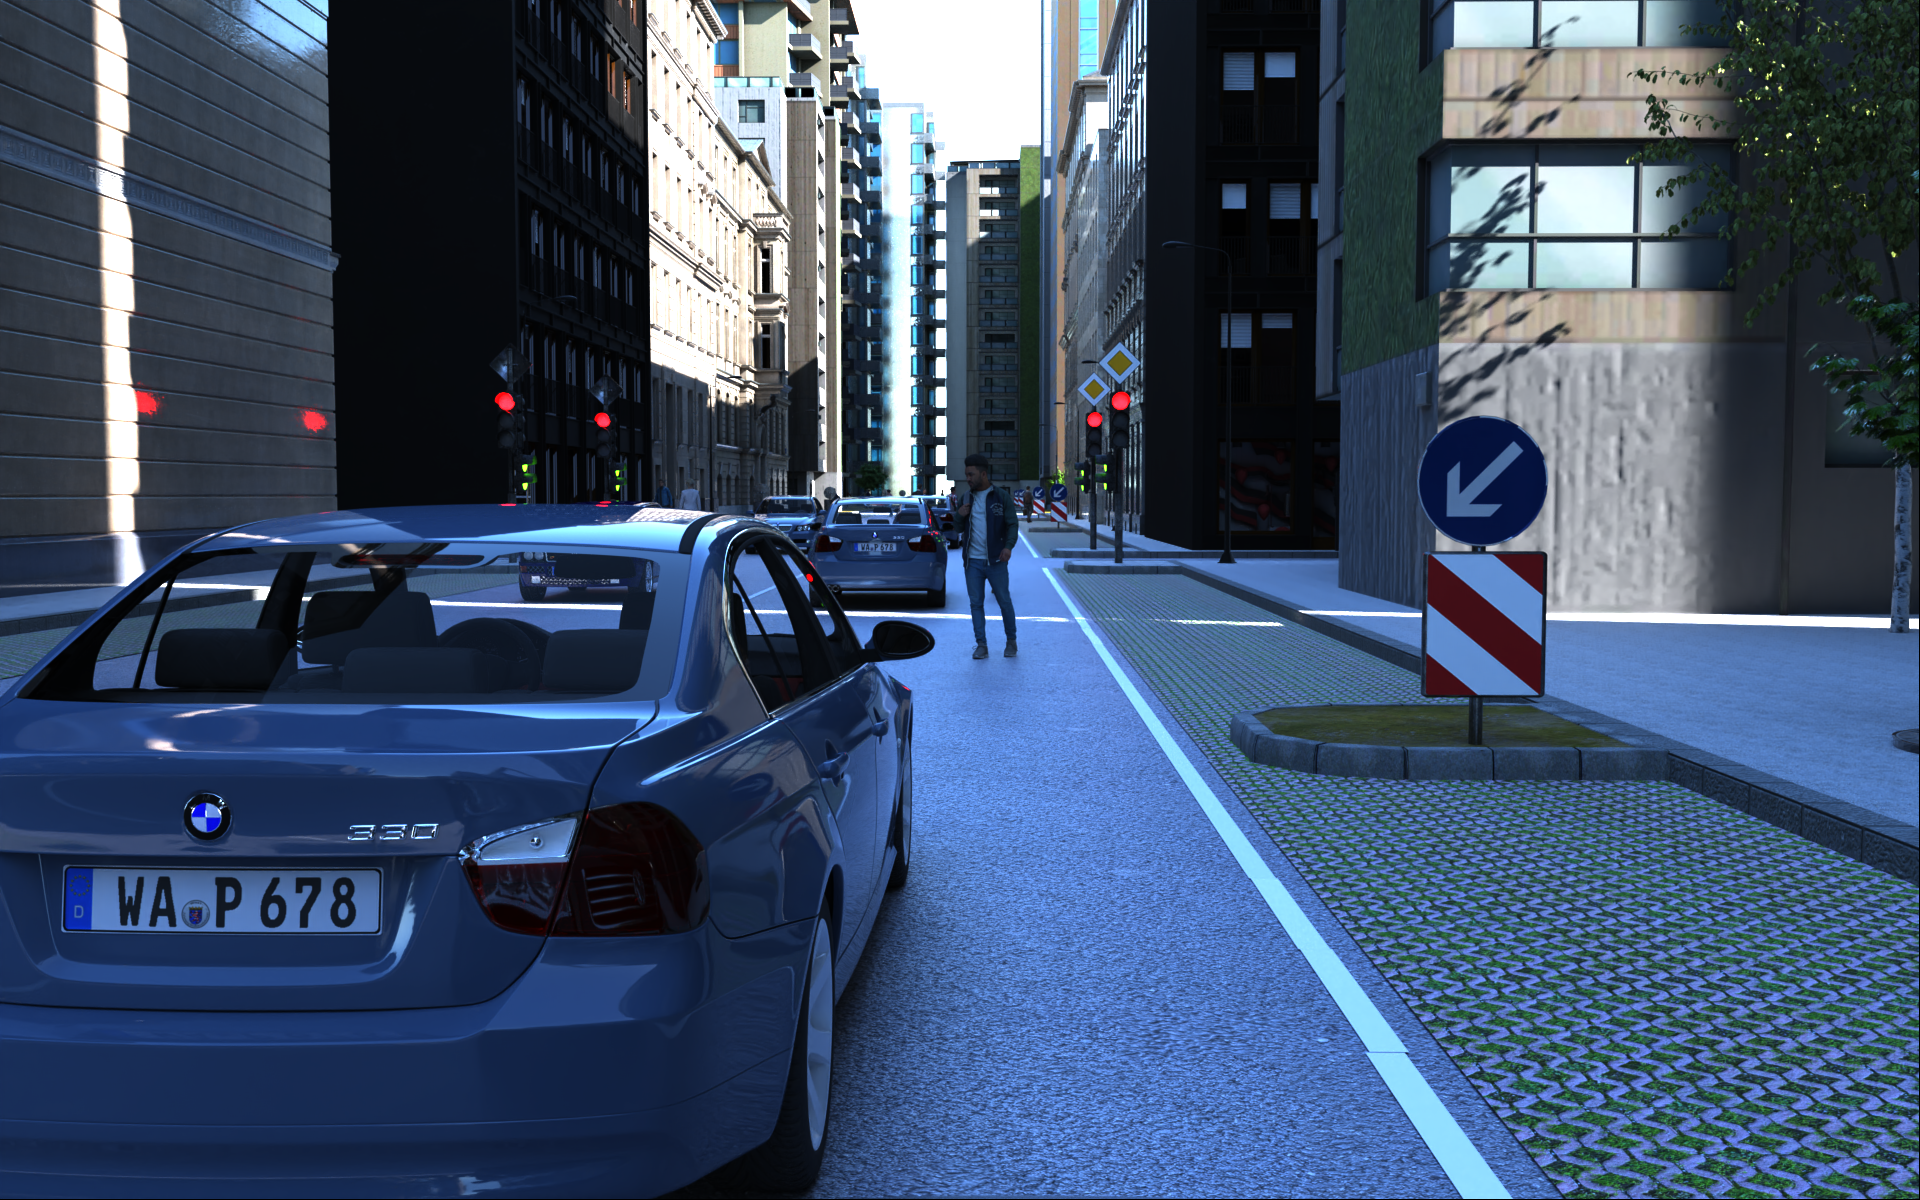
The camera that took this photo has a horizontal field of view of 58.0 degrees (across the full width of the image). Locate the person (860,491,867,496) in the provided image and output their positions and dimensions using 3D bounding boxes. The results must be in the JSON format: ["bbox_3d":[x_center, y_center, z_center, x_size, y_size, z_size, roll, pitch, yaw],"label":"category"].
[{"bbox_3d":[-9.131,-9.819,167.365,1.217,1.735,0.721,0,4,6],"label":"person"}]

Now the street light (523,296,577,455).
[{"bbox_3d":[-9.665,-4.170,40.714,1.470,5.913,1.316,0,4,1],"label":"street light"}]

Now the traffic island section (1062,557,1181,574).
[{"bbox_3d":[2.966,-0.604,32.158,2.009,0.180,2.903,0,4,1],"label":"traffic island section"}]

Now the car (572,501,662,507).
[{"bbox_3d":[-5.012,-0.730,24.519,1.945,1.354,3.894,0,4,1],"label":"car"}]

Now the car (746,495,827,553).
[{"bbox_3d":[-4.245,-1.898,43.028,2.014,1.417,4.499,0,4,1],"label":"car"}]

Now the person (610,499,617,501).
[{"bbox_3d":[-8.594,-1.850,43.021,0.475,1.303,0.640,2,4,29],"label":"person"}]

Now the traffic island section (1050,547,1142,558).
[{"bbox_3d":[3.111,-1.092,40.142,2.009,0.180,2.903,0,4,1],"label":"traffic island section"}]

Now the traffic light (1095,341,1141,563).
[{"bbox_3d":[2.926,-2.638,32.045,0.839,4.253,0.868,0,4,1],"label":"traffic light"}]

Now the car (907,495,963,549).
[{"bbox_3d":[-0.833,-2.126,46.761,2.014,1.417,4.499,0,4,2],"label":"car"}]

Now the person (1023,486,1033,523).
[{"bbox_3d":[3.392,-4.758,86.265,0.622,1.834,0.822,2,4,30],"label":"person"}]

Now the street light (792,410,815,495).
[{"bbox_3d":[-8.662,-7.521,95.509,1.470,5.913,1.316,0,4,1],"label":"street light"}]

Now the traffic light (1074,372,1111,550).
[{"bbox_3d":[3.071,-3.126,40.029,0.839,4.253,0.868,0,4,1],"label":"traffic light"}]

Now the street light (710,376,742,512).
[{"bbox_3d":[-9.244,-5.839,68.001,1.470,5.913,1.316,0,4,1],"label":"street light"}]

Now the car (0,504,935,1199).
[{"bbox_3d":[-1.101,0.436,4.881,2.014,1.417,4.499,0,4,2],"label":"car"}]

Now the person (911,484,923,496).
[{"bbox_3d":[-1.659,-3.726,69.190,0.659,1.850,0.755,3,4,36],"label":"person"}]

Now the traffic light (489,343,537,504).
[{"bbox_3d":[-8.333,-2.649,32.232,0.839,4.253,0.868,0,4,1],"label":"traffic light"}]

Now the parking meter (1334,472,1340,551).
[{"bbox_3d":[8.622,-2.037,39.020,0.399,1.863,0.255,1,4,8],"label":"parking meter"}]

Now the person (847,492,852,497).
[{"bbox_3d":[-10.951,-9.864,167.280,1.348,1.831,0.705,-3,5,-39],"label":"person"}]

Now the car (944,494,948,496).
[{"bbox_3d":[-1.412,-10.230,177.487,2.015,1.641,3.980,0,4,3],"label":"car"}]

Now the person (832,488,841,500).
[{"bbox_3d":[-7.308,-5.625,100.816,0.721,1.781,0.623,0,4,4],"label":"person"}]

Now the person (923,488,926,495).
[{"bbox_3d":[-1.930,-5.090,92.470,0.760,1.731,0.466,-1,4,-15],"label":"person"}]

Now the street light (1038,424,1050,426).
[{"bbox_3d":[5.881,-8.697,114.732,1.470,5.913,1.316,0,4,1],"label":"street light"}]

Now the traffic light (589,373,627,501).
[{"bbox_3d":[-8.189,-3.137,40.216,0.839,4.253,0.868,0,4,1],"label":"traffic light"}]

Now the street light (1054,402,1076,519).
[{"bbox_3d":[5.427,-7.034,87.539,1.470,5.913,1.316,0,4,1],"label":"street light"}]

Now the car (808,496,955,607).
[{"bbox_3d":[-1.050,-0.687,23.234,2.014,1.417,4.499,0,4,0],"label":"car"}]

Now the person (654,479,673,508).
[{"bbox_3d":[-9.998,-3.178,58.345,0.601,1.785,0.444,2,4,24],"label":"person"}]

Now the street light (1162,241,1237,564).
[{"bbox_3d":[4.421,-3.637,32.005,1.470,5.913,1.316,0,4,1],"label":"street light"}]

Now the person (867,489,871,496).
[{"bbox_3d":[-8.134,-9.007,154.229,0.530,1.710,0.541,-1,4,-17],"label":"person"}]

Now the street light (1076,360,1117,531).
[{"bbox_3d":[4.899,-5.359,60.164,1.470,5.913,1.316,0,4,1],"label":"street light"}]

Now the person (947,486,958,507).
[{"bbox_3d":[-0.319,-3.383,64.643,0.563,1.720,0.643,3,5,42],"label":"person"}]

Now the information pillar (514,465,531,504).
[{"bbox_3d":[-9.925,-2.131,39.331,0.304,2.012,0.304,0,4,0],"label":"information pillar"}]

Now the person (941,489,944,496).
[{"bbox_3d":[-1.400,-8.083,140.790,0.705,1.807,1.348,0,4,7],"label":"person"}]
